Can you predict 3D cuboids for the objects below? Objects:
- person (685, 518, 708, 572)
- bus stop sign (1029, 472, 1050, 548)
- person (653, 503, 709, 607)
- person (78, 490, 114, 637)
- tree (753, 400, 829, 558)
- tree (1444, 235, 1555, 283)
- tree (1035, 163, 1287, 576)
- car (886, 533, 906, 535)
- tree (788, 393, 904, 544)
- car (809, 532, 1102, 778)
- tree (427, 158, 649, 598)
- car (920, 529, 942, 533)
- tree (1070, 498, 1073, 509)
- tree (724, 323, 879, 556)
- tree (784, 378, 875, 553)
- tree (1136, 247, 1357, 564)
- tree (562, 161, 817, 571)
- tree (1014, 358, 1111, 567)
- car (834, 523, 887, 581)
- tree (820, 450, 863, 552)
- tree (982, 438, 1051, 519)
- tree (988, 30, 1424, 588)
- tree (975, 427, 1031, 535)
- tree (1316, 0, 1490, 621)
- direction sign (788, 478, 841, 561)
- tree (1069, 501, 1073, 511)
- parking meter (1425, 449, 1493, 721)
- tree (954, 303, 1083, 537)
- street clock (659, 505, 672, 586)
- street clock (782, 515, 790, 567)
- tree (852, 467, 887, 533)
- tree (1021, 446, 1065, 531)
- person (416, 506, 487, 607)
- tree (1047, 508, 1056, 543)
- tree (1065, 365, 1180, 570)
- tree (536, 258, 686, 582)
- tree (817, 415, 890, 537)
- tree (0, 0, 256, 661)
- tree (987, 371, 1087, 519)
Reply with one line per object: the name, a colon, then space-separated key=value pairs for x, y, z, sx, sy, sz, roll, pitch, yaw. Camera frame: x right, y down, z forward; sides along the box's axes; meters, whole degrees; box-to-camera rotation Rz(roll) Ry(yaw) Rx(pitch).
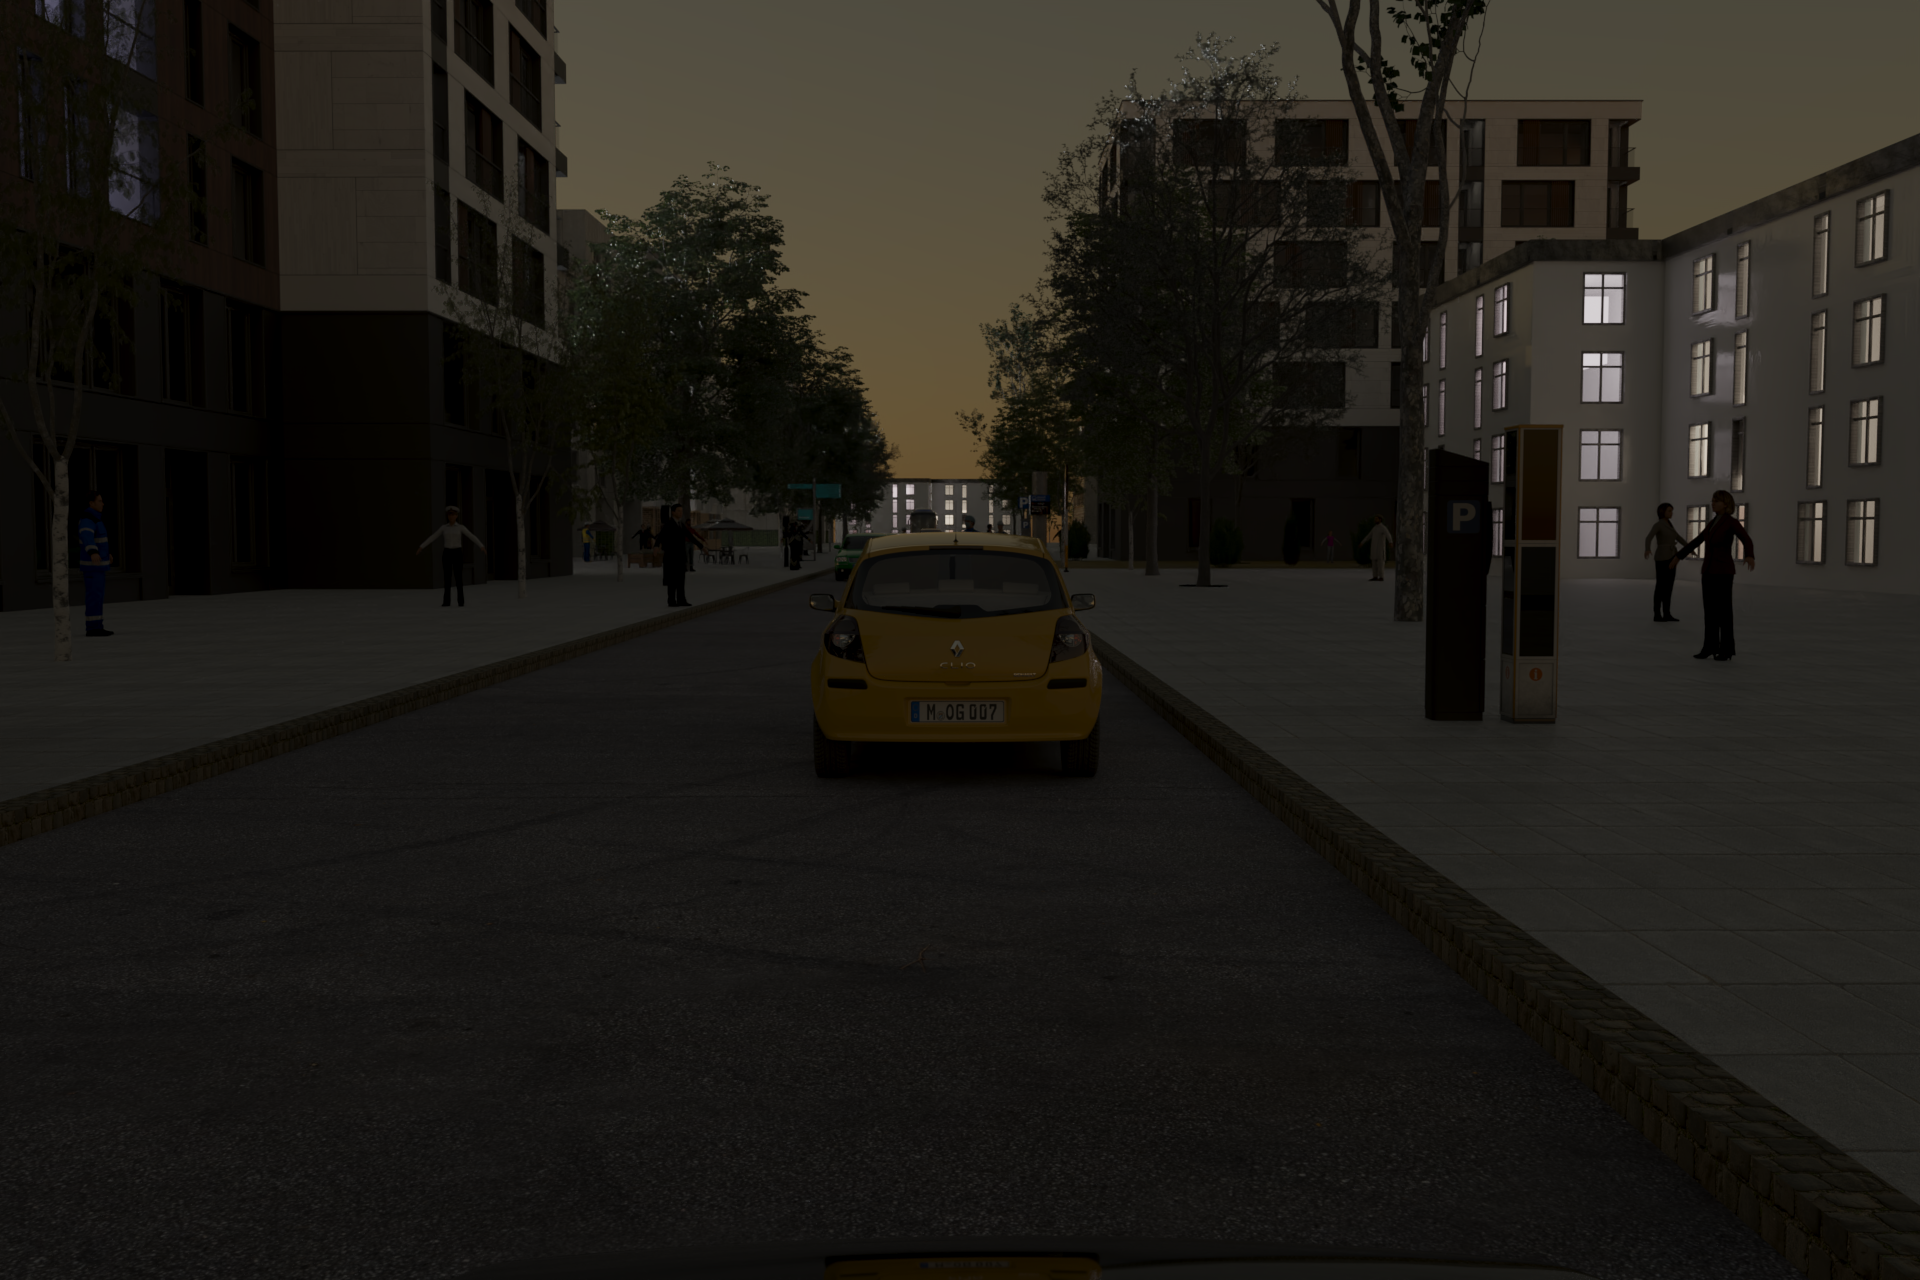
person: x=-9.219 y=-3.231 z=58.927 sx=1.345 sy=1.816 sz=0.704 roll=-3 pitch=4 yaw=-38
bus stop sign: x=3.364 y=-5.149 z=73.203 sx=0.837 sy=3.901 sz=0.837 roll=0 pitch=4 yaw=-2
person: x=-4.984 y=-1.504 z=30.632 sx=0.704 sy=1.823 sz=1.345 roll=2 pitch=4 yaw=34
person: x=-10.851 y=-0.966 z=21.771 sx=0.704 sy=1.831 sz=1.345 roll=-1 pitch=4 yaw=-20
tree: x=-9.793 y=-8.730 z=93.094 sx=4.360 sy=8.622 sz=3.978 roll=0 pitch=3 yaw=0
tree: x=24.102 y=-10.345 z=75.792 sx=9.857 sy=13.997 sz=8.962 roll=0 pitch=3 yaw=0
tree: x=6.053 y=-8.242 z=52.878 sx=7.486 sy=12.596 sz=7.792 roll=0 pitch=3 yaw=0
car: x=-2.335 y=-3.516 z=66.286 sx=1.959 sy=1.807 sz=4.718 roll=0 pitch=4 yaw=0
tree: x=-9.596 y=-14.327 z=144.614 sx=12.009 sy=13.543 sz=11.850 roll=0 pitch=3 yaw=0
car: x=-0.044 y=-0.086 z=11.628 sx=2.015 sy=1.641 sz=3.980 roll=0 pitch=4 yaw=-1
tree: x=-8.909 y=-5.153 z=34.613 sx=4.360 sy=8.622 sz=3.978 roll=0 pitch=3 yaw=0
car: x=-2.058 y=-6.923 z=121.864 sx=2.281 sy=1.827 sz=5.304 roll=0 pitch=4 yaw=0
tree: x=18.779 y=-18.679 z=255.763 sx=4.360 sy=8.622 sz=3.978 roll=0 pitch=3 yaw=0
tree: x=-9.520 y=-12.006 z=102.951 sx=9.857 sy=13.997 sz=8.962 roll=0 pitch=3 yaw=0
tree: x=-9.198 y=-11.577 z=115.045 sx=9.928 sy=11.665 sz=9.643 roll=0 pitch=3 yaw=0
tree: x=12.083 y=-10.053 z=74.730 sx=12.009 sy=13.543 sz=11.850 roll=0 pitch=3 yaw=0
tree: x=-9.799 y=-9.419 z=60.661 sx=9.857 sy=13.997 sz=8.962 roll=0 pitch=3 yaw=0
tree: x=3.829 y=-7.209 z=68.223 sx=4.360 sy=8.622 sz=3.978 roll=0 pitch=3 yaw=0
car: x=-2.939 y=-2.783 z=54.294 sx=1.959 sy=1.807 sz=4.718 roll=0 pitch=3 yaw=0
tree: x=-9.547 y=-10.622 z=124.027 sx=4.360 sy=8.622 sz=3.978 roll=0 pitch=3 yaw=0
tree: x=5.762 y=-13.455 z=154.402 sx=8.767 sy=10.594 sz=7.601 roll=2 pitch=4 yaw=27
tree: x=6.040 y=-8.043 z=41.871 sx=12.009 sy=13.543 sz=11.850 roll=0 pitch=3 yaw=0
tree: x=5.163 y=-14.698 z=166.073 sx=9.928 sy=11.665 sz=9.643 roll=0 pitch=3 yaw=0
tree: x=5.133 y=-10.339 z=24.926 sx=12.611 sy=20.169 sz=13.585 roll=0 pitch=3 yaw=0
direction sign: x=-6.915 y=-5.758 z=82.899 sx=2.525 sy=3.948 sz=1.411 roll=0 pitch=3 yaw=0
tree: x=18.312 y=-19.029 z=261.486 sx=4.737 sy=8.622 sz=4.395 roll=0 pitch=3 yaw=0
parking meter: x=3.443 y=-0.382 z=11.956 sx=0.399 sy=1.863 sz=0.255 roll=0 pitch=4 yaw=0
tree: x=6.004 y=-17.384 z=140.119 sx=12.611 sy=20.169 sz=13.585 roll=0 pitch=3 yaw=0
street clock: x=-7.266 y=-2.344 z=42.886 sx=0.358 sy=2.002 sz=0.471 roll=0 pitch=4 yaw=0
street clock: x=-6.751 y=-3.839 z=67.340 sx=0.358 sy=2.002 sz=0.471 roll=0 pitch=4 yaw=1
tree: x=-9.463 y=-13.286 z=167.582 sx=4.737 sy=8.622 sz=4.395 roll=0 pitch=3 yaw=0
tree: x=6.120 y=-10.944 z=129.301 sx=4.737 sy=8.622 sz=4.395 roll=0 pitch=3 yaw=0
person: x=-8.987 y=-1.479 z=30.639 sx=1.216 sy=1.778 sz=0.721 roll=0 pitch=4 yaw=-4
tree: x=13.558 y=-18.789 z=257.561 sx=4.360 sy=8.622 sz=3.978 roll=0 pitch=3 yaw=0
tree: x=5.982 y=-6.789 z=61.356 sx=4.737 sy=8.622 sz=4.395 roll=0 pitch=3 yaw=0
tree: x=-9.242 y=-5.885 z=46.581 sx=4.737 sy=8.622 sz=4.395 roll=0 pitch=3 yaw=0
tree: x=-10.368 y=-15.328 z=157.275 sx=9.857 sy=13.997 sz=8.962 roll=0 pitch=3 yaw=0
tree: x=-8.984 y=-4.078 z=17.044 sx=4.360 sy=8.622 sz=3.978 roll=0 pitch=3 yaw=0
tree: x=5.459 y=-12.388 z=120.664 sx=7.486 sy=12.596 sz=7.792 roll=0 pitch=3 yaw=0
